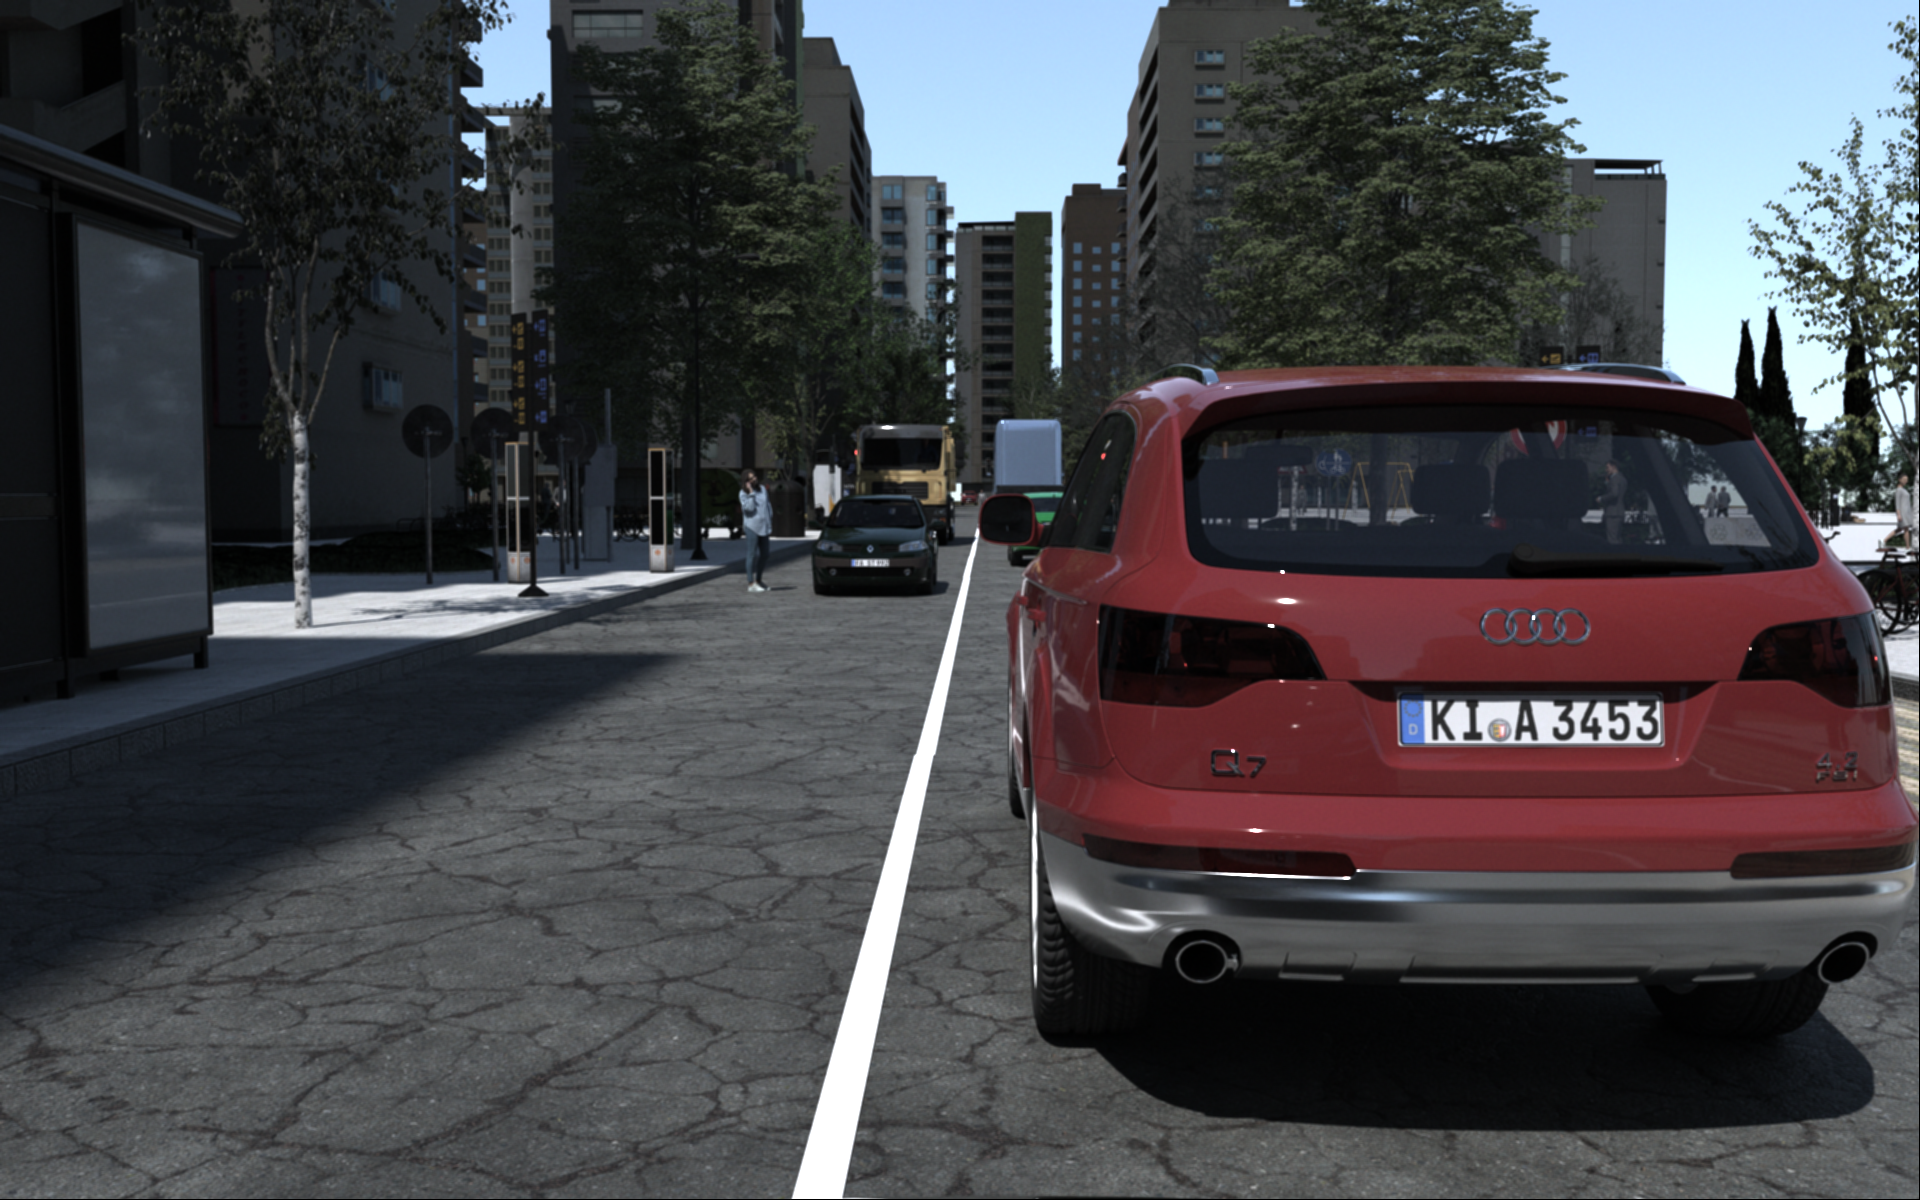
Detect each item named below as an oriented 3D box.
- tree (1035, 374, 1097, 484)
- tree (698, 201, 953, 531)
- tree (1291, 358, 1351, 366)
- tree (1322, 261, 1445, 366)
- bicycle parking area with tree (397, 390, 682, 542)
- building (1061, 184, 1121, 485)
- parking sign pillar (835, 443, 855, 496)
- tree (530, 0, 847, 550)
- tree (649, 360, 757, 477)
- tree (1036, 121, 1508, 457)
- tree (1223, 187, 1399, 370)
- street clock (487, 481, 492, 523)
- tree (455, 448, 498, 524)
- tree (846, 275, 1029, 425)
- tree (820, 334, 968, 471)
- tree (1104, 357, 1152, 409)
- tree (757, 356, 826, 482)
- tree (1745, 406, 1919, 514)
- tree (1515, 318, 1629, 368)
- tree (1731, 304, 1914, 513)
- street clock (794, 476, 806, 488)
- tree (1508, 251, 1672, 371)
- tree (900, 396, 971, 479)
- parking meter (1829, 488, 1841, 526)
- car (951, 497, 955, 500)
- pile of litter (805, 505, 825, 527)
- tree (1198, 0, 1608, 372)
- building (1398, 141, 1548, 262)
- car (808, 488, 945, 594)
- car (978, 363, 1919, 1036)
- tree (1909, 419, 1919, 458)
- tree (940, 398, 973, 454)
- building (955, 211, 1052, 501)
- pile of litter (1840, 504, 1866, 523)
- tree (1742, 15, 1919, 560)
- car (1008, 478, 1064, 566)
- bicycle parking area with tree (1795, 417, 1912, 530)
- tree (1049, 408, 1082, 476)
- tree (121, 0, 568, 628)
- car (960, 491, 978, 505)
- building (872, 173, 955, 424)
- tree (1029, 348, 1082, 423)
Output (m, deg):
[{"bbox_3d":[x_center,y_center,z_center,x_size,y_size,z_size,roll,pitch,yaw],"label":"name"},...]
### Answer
[{"bbox_3d":[9.933,-14.998,163.345,7.486,12.596,7.792,0,3,0],"label":"tree"},{"bbox_3d":[-5.283,-8.257,60.750,9.928,11.665,9.643,0,3,0],"label":"tree"},{"bbox_3d":[16.750,-8.024,81.553,4.360,8.622,3.978,0,3,0],"label":"tree"},{"bbox_3d":[29.898,-16.844,131.288,12.611,20.169,13.585,0,3,0],"label":"tree"},{"bbox_3d":[-11.862,-3.863,50.161,9.016,4.147,8.231,1,4,17],"label":"bicycle parking area with tree"},{"bbox_3d":[22.106,-36.838,252.406,14.200,45.320,14.600,0,4,1],"label":"building"},{"bbox_3d":[-5.859,-6.136,88.789,1.447,3.967,1.447,0,4,-3],"label":"parking sign pillar"},{"bbox_3d":[-5.919,-7.434,39.665,7.486,12.596,7.792,0,3,0],"label":"tree"},{"bbox_3d":[-13.599,-8.367,87.170,4.737,8.622,4.395,0,3,0],"label":"tree"},{"bbox_3d":[9.422,-8.929,56.353,12.009,13.543,11.850,0,3,0],"label":"tree"},{"bbox_3d":[8.301,-5.630,42.419,4.737,8.622,4.395,0,3,0],"label":"tree"},{"bbox_3d":[-19.126,-4.046,70.729,0.358,2.002,0.471,-3,4,-37],"label":"street clock"},{"bbox_3d":[-18.299,-4.317,65.180,1.663,3.219,1.824,0,3,0],"label":"tree"},{"bbox_3d":[-2.629,-17.915,148.805,12.611,20.169,13.585,0,3,0],"label":"tree"},{"bbox_3d":[-4.055,-10.245,101.919,8.767,10.594,7.601,-1,4,-16],"label":"tree"},{"bbox_3d":[10.229,-8.772,93.788,4.737,8.622,4.395,0,3,0],"label":"tree"},{"bbox_3d":[-9.205,-8.708,92.744,4.737,8.622,4.395,0,3,0],"label":"tree"},{"bbox_3d":[52.391,-8.905,108.502,20.602,7.101,11.467,1,4,18],"label":"tree"},{"bbox_3d":[47.275,-14.131,132.859,13.155,14.587,18.604,-1,4,-9],"label":"tree"},{"bbox_3d":[61.709,-13.725,126.225,13.155,14.587,18.604,0,4,-8],"label":"tree"},{"bbox_3d":[-6.380,-3.959,69.292,0.471,2.002,0.358,2,4,25],"label":"street clock"},{"bbox_3d":[31.156,-10.870,88.096,12.009,13.543,11.850,0,3,0],"label":"tree"},{"bbox_3d":[-3.971,-15.984,178.339,9.611,12.733,9.660,0,3,0],"label":"tree"},{"bbox_3d":[35.039,-3.728,69.357,0.372,1.533,0.369,0,3,0],"label":"parking meter"},{"bbox_3d":[-1.394,-7.941,138.635,1.959,1.807,4.718,0,4,1],"label":"car"},{"bbox_3d":[-5.672,-3.238,66.911,1.176,0.858,1.719,0,4,2],"label":"pile of litter"},{"bbox_3d":[8.668,-7.076,33.814,7.486,12.596,7.792,0,3,0],"label":"tree"},{"bbox_3d":[70.756,-40.885,257.701,27.495,52.752,28.713,0,4,1],"label":"building"},{"bbox_3d":[-1.224,-0.990,25.966,2.009,1.686,4.222,0,4,1],"label":"car"},{"bbox_3d":[1.207,0.156,6.126,2.281,1.827,5.304,0,4,0],"label":"car"},{"bbox_3d":[27.578,-3.845,46.578,4.285,4.588,4.351,0,3,0],"label":"tree"},{"bbox_3d":[-3.148,-18.391,207.341,9.857,13.997,8.962,0,3,0],"label":"tree"},{"bbox_3d":[6.234,-34.791,252.434,14.086,41.232,14.154,0,4,1],"label":"building"},{"bbox_3d":[40.436,-3.946,78.486,1.176,0.858,1.719,3,5,40],"label":"pile of litter"},{"bbox_3d":[14.558,-4.653,26.438,4.737,8.622,4.395,0,3,0],"label":"tree"},{"bbox_3d":[1.889,-1.652,35.805,1.959,1.807,4.718,0,4,0],"label":"car"},{"bbox_3d":[33.578,-4.671,63.380,8.231,4.147,9.016,2,4,35],"label":"bicycle parking area with tree"},{"bbox_3d":[10.379,-15.424,186.590,8.767,10.594,7.601,2,4,30],"label":"tree"},{"bbox_3d":[-6.147,-4.048,16.548,4.360,8.622,3.978,0,3,0],"label":"tree"},{"bbox_3d":[1.188,-13.128,223.316,2.281,1.827,5.304,0,4,2],"label":"car"},{"bbox_3d":[-16.015,-38.993,257.140,30.456,49.044,23.786,0,4,1],"label":"building"},{"bbox_3d":[10.497,-22.694,226.939,12.611,20.169,13.585,0,3,0],"label":"tree"}]
